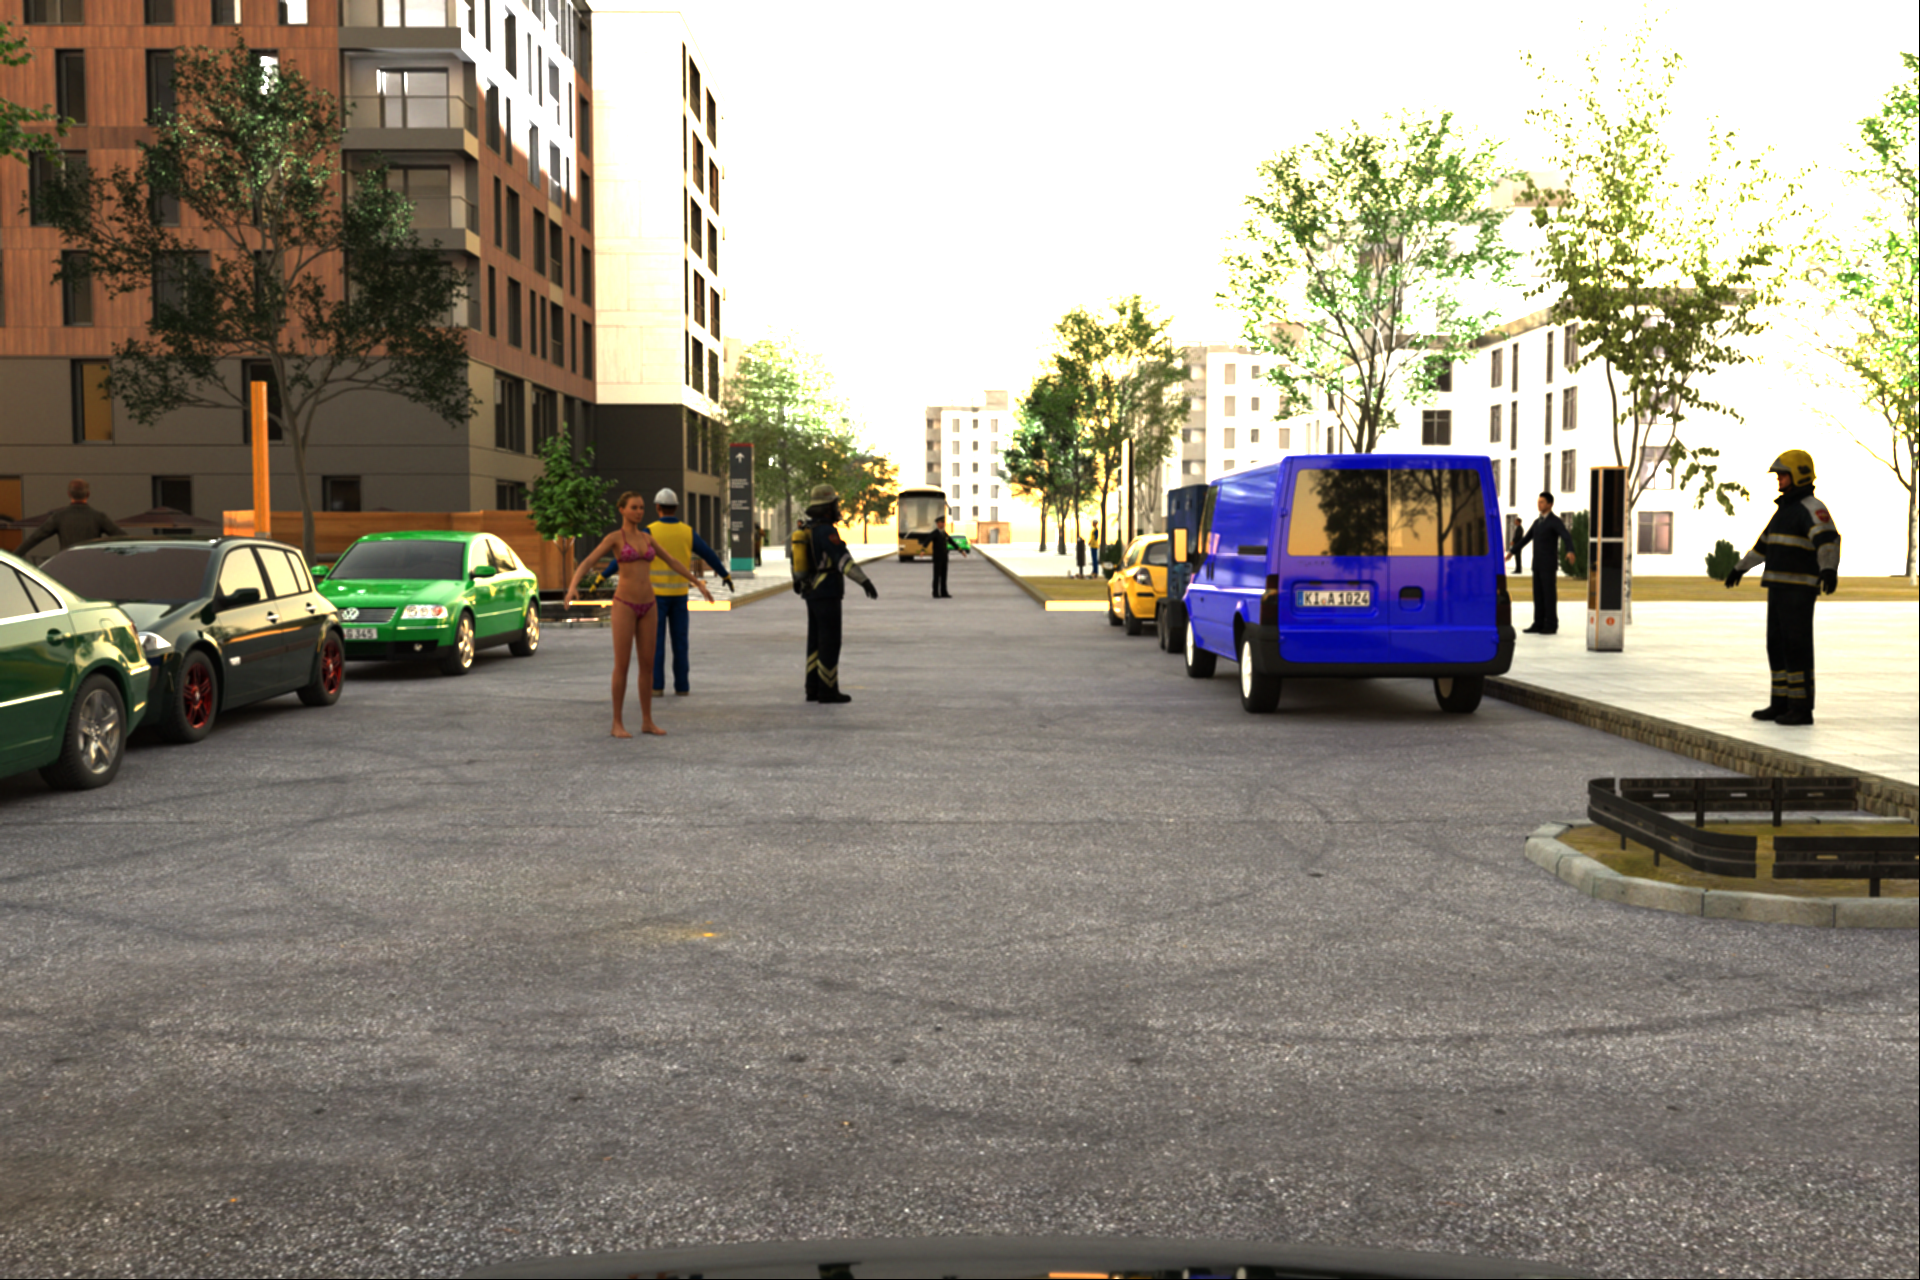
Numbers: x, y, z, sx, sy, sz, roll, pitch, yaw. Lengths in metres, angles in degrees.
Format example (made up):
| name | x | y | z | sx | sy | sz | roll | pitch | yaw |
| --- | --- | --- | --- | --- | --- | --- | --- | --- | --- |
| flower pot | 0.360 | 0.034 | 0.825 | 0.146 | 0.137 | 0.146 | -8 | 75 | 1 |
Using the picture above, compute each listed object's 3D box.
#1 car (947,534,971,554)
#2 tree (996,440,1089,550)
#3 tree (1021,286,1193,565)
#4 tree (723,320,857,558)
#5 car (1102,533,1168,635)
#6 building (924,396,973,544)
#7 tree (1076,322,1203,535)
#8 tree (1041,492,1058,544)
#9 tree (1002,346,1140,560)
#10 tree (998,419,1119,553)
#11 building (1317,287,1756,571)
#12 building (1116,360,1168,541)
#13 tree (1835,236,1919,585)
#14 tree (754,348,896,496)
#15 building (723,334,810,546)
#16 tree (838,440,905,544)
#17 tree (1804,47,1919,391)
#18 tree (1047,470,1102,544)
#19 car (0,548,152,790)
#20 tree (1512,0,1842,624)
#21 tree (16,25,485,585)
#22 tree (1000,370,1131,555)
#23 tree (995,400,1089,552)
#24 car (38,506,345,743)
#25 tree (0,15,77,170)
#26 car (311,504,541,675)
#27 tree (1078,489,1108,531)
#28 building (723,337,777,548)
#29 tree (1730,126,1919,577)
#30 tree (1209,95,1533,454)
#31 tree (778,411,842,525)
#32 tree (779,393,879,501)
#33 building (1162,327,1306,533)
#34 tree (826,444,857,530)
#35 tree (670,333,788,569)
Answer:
| name | x | y | z | sx | sy | sz | roll | pitch | yaw |
| --- | --- | --- | --- | --- | --- | --- | --- | --- | --- |
| car | -0.177 | -7.327 | 128.588 | 1.959 | 1.807 | 4.718 | 0 | 4 | -1 |
| tree | 6.467 | -12.260 | 134.862 | 8.767 | 10.594 | 7.601 | 1 | 4 | 21 |
| tree | 6.128 | -8.975 | 72.499 | 9.928 | 11.665 | 9.643 | 0 | 3 | 0 |
| tree | -9.579 | -10.671 | 92.593 | 7.486 | 12.596 | 7.792 | 0 | 3 | 0 |
| car | 3.186 | -0.959 | 25.903 | 2.015 | 1.641 | 3.980 | 0 | 4 | 0 |
| building | -4.509 | -22.704 | 230.083 | 11.380 | 20.090 | 16.016 | 0 | 4 | 2 |
| tree | 6.755 | -6.707 | 60.020 | 4.360 | 8.622 | 3.978 | 0 | 3 | 0 |
| tree | 12.665 | -17.120 | 230.281 | 4.737 | 8.622 | 4.395 | 0 | 3 | 0 |
| tree | 5.636 | -9.308 | 86.606 | 7.601 | 10.594 | 8.767 | -1 | 4 | -9 |
| tree | 6.680 | -11.041 | 114.926 | 8.767 | 10.594 | 7.601 | 0 | 4 | 3 |
| building | 22.442 | -8.005 | 73.030 | 9.099 | 9.664 | 28.070 | 0 | 3 | 0 |
| building | 26.453 | -19.467 | 184.735 | 16.747 | 18.905 | 31.486 | 0 | 4 | 0 |
| tree | 24.033 | -5.661 | 42.920 | 4.737 | 8.622 | 4.395 | 0 | 3 | 0 |
| tree | -9.323 | -12.433 | 113.642 | 12.009 | 13.543 | 11.850 | 0 | 3 | 0 |
| building | -25.790 | -22.546 | 199.554 | 19.493 | 23.208 | 18.063 | 0 | 4 | 0 |
| tree | -12.327 | -19.635 | 227.683 | 9.857 | 13.997 | 8.962 | 0 | 3 | 0 |
| tree | 20.758 | -6.611 | 33.839 | 9.928 | 11.665 | 9.643 | 0 | 3 | 0 |
| tree | 14.843 | -18.676 | 223.479 | 7.486 | 12.596 | 7.792 | 0 | 3 | 0 |
| car | -5.748 | 0.208 | 8.405 | 2.131 | 1.459 | 4.920 | 0 | 4 | 0 |
| tree | 9.525 | -4.514 | 24.170 | 4.737 | 8.622 | 4.395 | 0 | 3 | 0 |
| tree | -12.370 | -5.983 | 32.230 | 7.601 | 10.594 | 8.767 | 1 | 4 | 22 |
| tree | 6.476 | -11.023 | 105.989 | 9.928 | 11.665 | 9.643 | 0 | 3 | 0 |
| tree | 5.987 | -12.107 | 123.708 | 9.928 | 11.665 | 9.643 | 0 | 3 | 0 |
| car | -6.081 | -0.202 | 13.094 | 2.009 | 1.686 | 4.222 | 0 | 4 | 0 |
| tree | -11.559 | -5.428 | 14.502 | 9.928 | 11.665 | 9.643 | 0 | 3 | 0 |
| car | -5.887 | -0.622 | 18.958 | 1.959 | 1.807 | 4.718 | 0 | 4 | 0 |
| tree | 17.576 | -17.121 | 230.295 | 4.737 | 8.622 | 4.395 | 0 | 3 | 0 |
| building | -28.092 | -18.663 | 171.597 | 16.747 | 18.905 | 31.486 | 0 | 4 | 0 |
| tree | 28.617 | -8.657 | 51.909 | 12.009 | 13.543 | 11.850 | 0 | 3 | 0 |
| tree | 9.711 | -7.076 | 41.455 | 9.928 | 11.665 | 9.643 | 0 | 3 | 0 |
| tree | -8.935 | -9.158 | 100.092 | 4.360 | 8.622 | 3.978 | 0 | 3 | 0 |
| tree | -9.750 | -12.320 | 127.194 | 9.928 | 11.665 | 9.643 | 0 | 3 | 0 |
| building | 24.559 | -18.929 | 165.904 | 16.016 | 20.090 | 11.380 | 0 | 4 | 0 |
| tree | -9.614 | -11.254 | 134.365 | 4.737 | 8.622 | 4.395 | 0 | 3 | 0 |
| tree | -8.980 | -6.968 | 64.296 | 4.360 | 8.622 | 3.978 | 0 | 3 | 0 |
